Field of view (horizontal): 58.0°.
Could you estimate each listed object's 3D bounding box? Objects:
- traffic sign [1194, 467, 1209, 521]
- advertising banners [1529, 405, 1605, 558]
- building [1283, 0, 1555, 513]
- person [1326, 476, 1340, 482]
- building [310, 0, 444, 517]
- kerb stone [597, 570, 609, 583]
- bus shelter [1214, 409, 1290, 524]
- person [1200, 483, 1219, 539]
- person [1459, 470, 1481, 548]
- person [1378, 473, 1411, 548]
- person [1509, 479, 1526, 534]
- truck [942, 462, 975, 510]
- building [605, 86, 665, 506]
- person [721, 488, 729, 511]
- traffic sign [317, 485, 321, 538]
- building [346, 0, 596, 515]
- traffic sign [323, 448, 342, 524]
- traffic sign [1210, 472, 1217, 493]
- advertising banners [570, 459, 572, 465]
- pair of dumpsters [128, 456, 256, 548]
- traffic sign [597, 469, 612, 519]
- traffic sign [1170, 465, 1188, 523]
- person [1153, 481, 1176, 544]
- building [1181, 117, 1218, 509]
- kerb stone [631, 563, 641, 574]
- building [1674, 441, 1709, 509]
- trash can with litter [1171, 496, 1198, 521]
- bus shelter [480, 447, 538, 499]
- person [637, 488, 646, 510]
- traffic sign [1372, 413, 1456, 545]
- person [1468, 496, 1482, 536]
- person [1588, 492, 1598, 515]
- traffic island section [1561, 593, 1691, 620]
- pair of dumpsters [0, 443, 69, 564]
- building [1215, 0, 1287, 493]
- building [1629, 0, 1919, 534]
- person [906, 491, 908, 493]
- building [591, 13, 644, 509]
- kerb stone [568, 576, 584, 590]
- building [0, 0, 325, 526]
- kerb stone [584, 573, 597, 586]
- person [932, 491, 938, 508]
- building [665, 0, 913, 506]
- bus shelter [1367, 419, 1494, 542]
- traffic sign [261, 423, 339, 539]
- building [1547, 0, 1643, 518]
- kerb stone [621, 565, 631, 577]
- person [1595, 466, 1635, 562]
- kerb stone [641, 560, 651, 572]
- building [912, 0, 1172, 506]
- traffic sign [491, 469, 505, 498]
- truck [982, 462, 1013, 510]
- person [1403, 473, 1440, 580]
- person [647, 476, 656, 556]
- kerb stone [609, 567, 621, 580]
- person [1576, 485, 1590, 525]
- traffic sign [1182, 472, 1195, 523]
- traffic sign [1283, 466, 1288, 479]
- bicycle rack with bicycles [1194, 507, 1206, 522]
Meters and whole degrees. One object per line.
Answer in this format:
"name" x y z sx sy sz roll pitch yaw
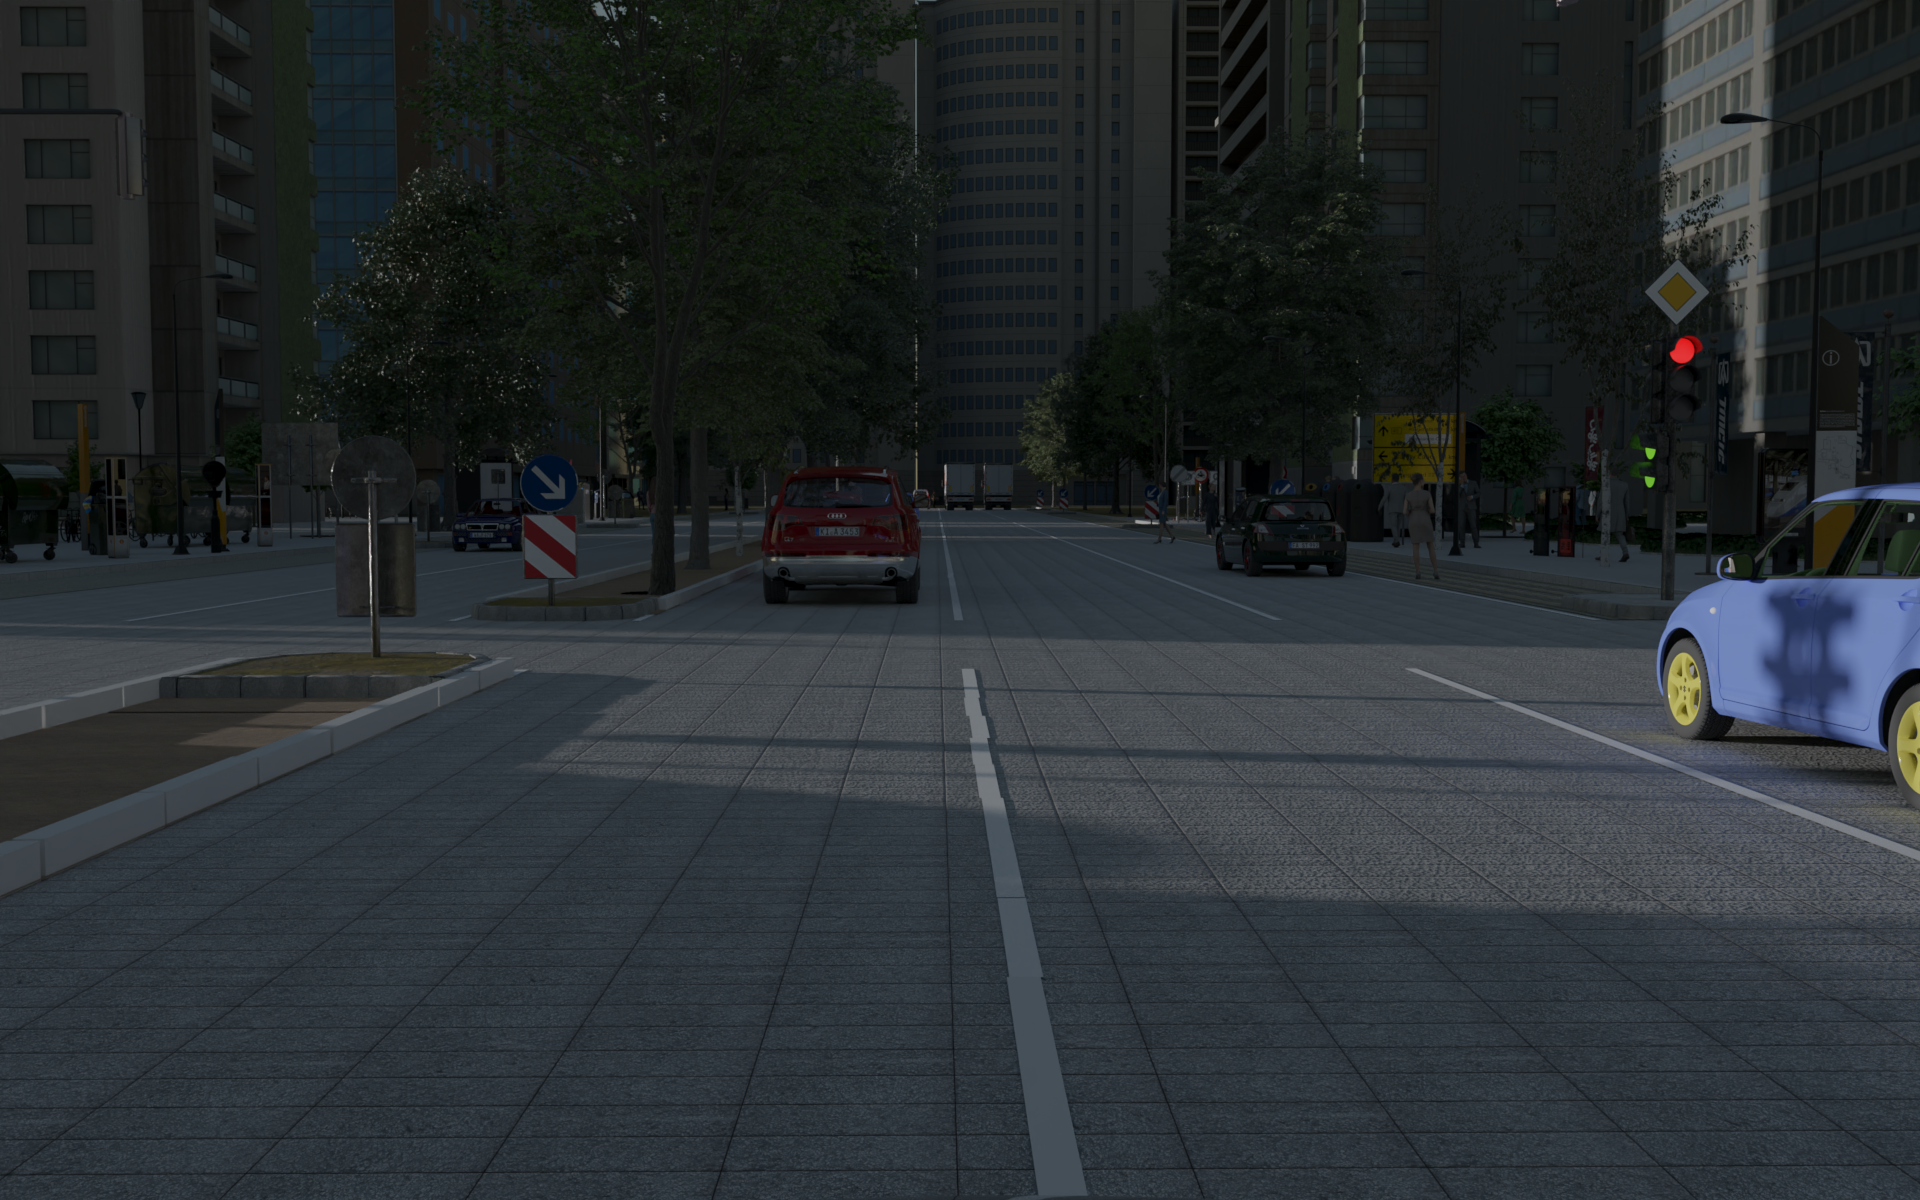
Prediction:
"traffic sign" 11.311 -4.974 81.425 0.768 2.556 0.104 0 4 6
"advertising banners" 12.328 -2.386 35.198 0.090 3.025 2.074 -1 4 -21
"building" 27.340 -25.983 108.419 14.154 41.232 14.086 0 4 -1
"person" 11.139 -2.806 51.895 0.580 1.828 0.573 2 4 25
"building" -35.677 -28.500 116.089 14.600 45.320 14.200 0 4 -1
"kerb stone" -5.858 -0.348 27.955 0.120 0.150 1.000 0 4 -1
"bus shelter" 11.473 -5.640 69.846 2.179 5.291 8.768 0 4 -1
"person" 7.960 -2.828 55.158 0.576 1.772 0.534 -2 4 -31
"person" 12.062 -2.158 41.126 0.655 1.846 0.447 1 4 23
"person" 10.481 -2.164 41.695 0.678 1.792 0.850 0 4 -6
"person" 18.131 -3.057 56.272 0.600 1.795 0.529 -3 5 -41
"truck" -0.106 -10.189 155.510 2.839 4.237 11.283 0 4 -2
"building" -48.510 -35.544 200.750 30.456 49.044 23.786 0 4 -1
"person" -18.245 -7.818 134.588 0.721 1.735 1.217 1 4 17
"traffic sign" -18.655 -3.075 50.382 0.768 2.556 0.104 0 4 1
"building" -35.948 -29.367 130.260 14.600 45.320 14.200 0 4 -1
"traffic sign" -17.303 -2.936 48.114 0.768 2.556 0.104 0 4 3
"traffic sign" 11.455 -4.597 77.286 0.606 2.300 0.079 0 4 5
"advertising banners" -19.305 -5.522 86.476 0.090 3.025 2.074 -1 4 -18
"pair of dumpsters" -19.020 -2.484 43.111 1.574 2.255 4.437 0 4 -1
"traffic sign" -18.129 -5.392 88.262 0.768 2.556 0.104 0 4 8
"traffic sign" 9.612 -4.647 76.084 0.768 2.556 0.104 0 4 8
"person" 5.918 -2.543 50.094 0.654 1.822 0.581 1 4 9
"building" 36.000 -27.967 149.135 32.217 40.220 23.993 0 4 -1
"kerb stone" -5.907 -0.538 31.021 0.120 0.150 1.000 0 4 -1
"building" 68.265 -28.815 154.714 14.086 41.232 14.154 0 4 -1
"trash can with litter" 11.214 -4.497 84.590 2.233 1.210 1.678 -1 4 -19
"bus shelter" -20.087 -5.092 77.184 2.014 3.302 5.546 0 4 -1
"person" -25.835 -8.186 140.327 0.683 1.767 0.568 -2 4 -25
"traffic sign" 11.436 -3.026 43.343 2.265 3.308 0.079 0 4 1
"person" 15.881 -2.782 53.335 0.330 1.601 0.589 3 5 41
"person" 26.579 -4.075 72.845 0.590 1.801 0.661 1 4 19
"traffic island section" 8.578 0.081 20.951 2.009 0.180 2.903 0 4 -1
"pair of dumpsters" -17.999 -1.770 31.428 1.574 2.255 4.437 0 4 -1
"building" 31.073 -30.725 126.058 21.300 48.544 21.600 0 4 -1
"building" 33.404 -21.618 45.339 23.993 40.220 32.217 0 4 -1
"person" -5.048 -9.486 164.308 1.217 1.735 0.721 -1 4 -10
"building" -43.655 -30.220 148.720 28.867 44.769 22.147 0 4 -1
"kerb stone" -5.831 -0.224 25.905 0.120 0.150 1.000 0 4 -1
"building" -36.894 -23.852 73.582 14.154 41.232 14.086 0 4 -1
"kerb stone" -5.846 -0.289 26.932 0.120 0.150 1.000 0 4 -1
"person" -2.492 -9.968 172.193 0.721 1.735 1.217 2 4 28
"building" -19.167 -40.243 199.979 28.212 58.520 21.231 0 4 -1
"bus shelter" 13.125 -3.355 48.783 2.014 3.302 5.546 0 4 -1
"traffic sign" -18.834 -3.400 49.457 2.265 3.308 0.079 0 4 5
"building" 25.926 -24.781 88.764 14.154 41.232 14.086 0 4 -1
"kerb stone" -5.887 -0.477 29.999 0.120 0.150 1.000 0 4 -1
"person" 12.364 -1.629 32.786 0.694 1.812 0.767 -1 4 -11
"kerb stone" -5.910 -0.601 32.043 0.120 0.150 1.000 0 4 -1
"building" 9.033 -40.311 201.086 28.212 58.520 21.231 0 4 -1
"traffic sign" -18.962 -4.222 71.151 0.606 2.300 0.079 1 4 8
"truck" 3.445 -10.367 158.421 2.839 4.237 11.283 0 4 0
"person" 7.704 -1.225 28.877 0.599 1.781 0.374 1 4 20
"person" -6.632 -1.809 38.086 0.555 1.821 0.388 2 4 28
"kerb stone" -5.868 -0.415 28.977 0.120 0.150 1.000 0 4 -1
"person" 19.595 -2.953 54.587 0.793 1.790 0.793 2 4 33
"traffic sign" 10.265 -4.637 77.939 0.606 2.300 0.079 0 4 8
"traffic sign" 13.300 -4.423 72.415 0.768 2.556 0.104 0 4 7
"bicycle rack with bicycles" 12.021 -4.053 79.643 2.925 0.926 2.852 0 4 -1
